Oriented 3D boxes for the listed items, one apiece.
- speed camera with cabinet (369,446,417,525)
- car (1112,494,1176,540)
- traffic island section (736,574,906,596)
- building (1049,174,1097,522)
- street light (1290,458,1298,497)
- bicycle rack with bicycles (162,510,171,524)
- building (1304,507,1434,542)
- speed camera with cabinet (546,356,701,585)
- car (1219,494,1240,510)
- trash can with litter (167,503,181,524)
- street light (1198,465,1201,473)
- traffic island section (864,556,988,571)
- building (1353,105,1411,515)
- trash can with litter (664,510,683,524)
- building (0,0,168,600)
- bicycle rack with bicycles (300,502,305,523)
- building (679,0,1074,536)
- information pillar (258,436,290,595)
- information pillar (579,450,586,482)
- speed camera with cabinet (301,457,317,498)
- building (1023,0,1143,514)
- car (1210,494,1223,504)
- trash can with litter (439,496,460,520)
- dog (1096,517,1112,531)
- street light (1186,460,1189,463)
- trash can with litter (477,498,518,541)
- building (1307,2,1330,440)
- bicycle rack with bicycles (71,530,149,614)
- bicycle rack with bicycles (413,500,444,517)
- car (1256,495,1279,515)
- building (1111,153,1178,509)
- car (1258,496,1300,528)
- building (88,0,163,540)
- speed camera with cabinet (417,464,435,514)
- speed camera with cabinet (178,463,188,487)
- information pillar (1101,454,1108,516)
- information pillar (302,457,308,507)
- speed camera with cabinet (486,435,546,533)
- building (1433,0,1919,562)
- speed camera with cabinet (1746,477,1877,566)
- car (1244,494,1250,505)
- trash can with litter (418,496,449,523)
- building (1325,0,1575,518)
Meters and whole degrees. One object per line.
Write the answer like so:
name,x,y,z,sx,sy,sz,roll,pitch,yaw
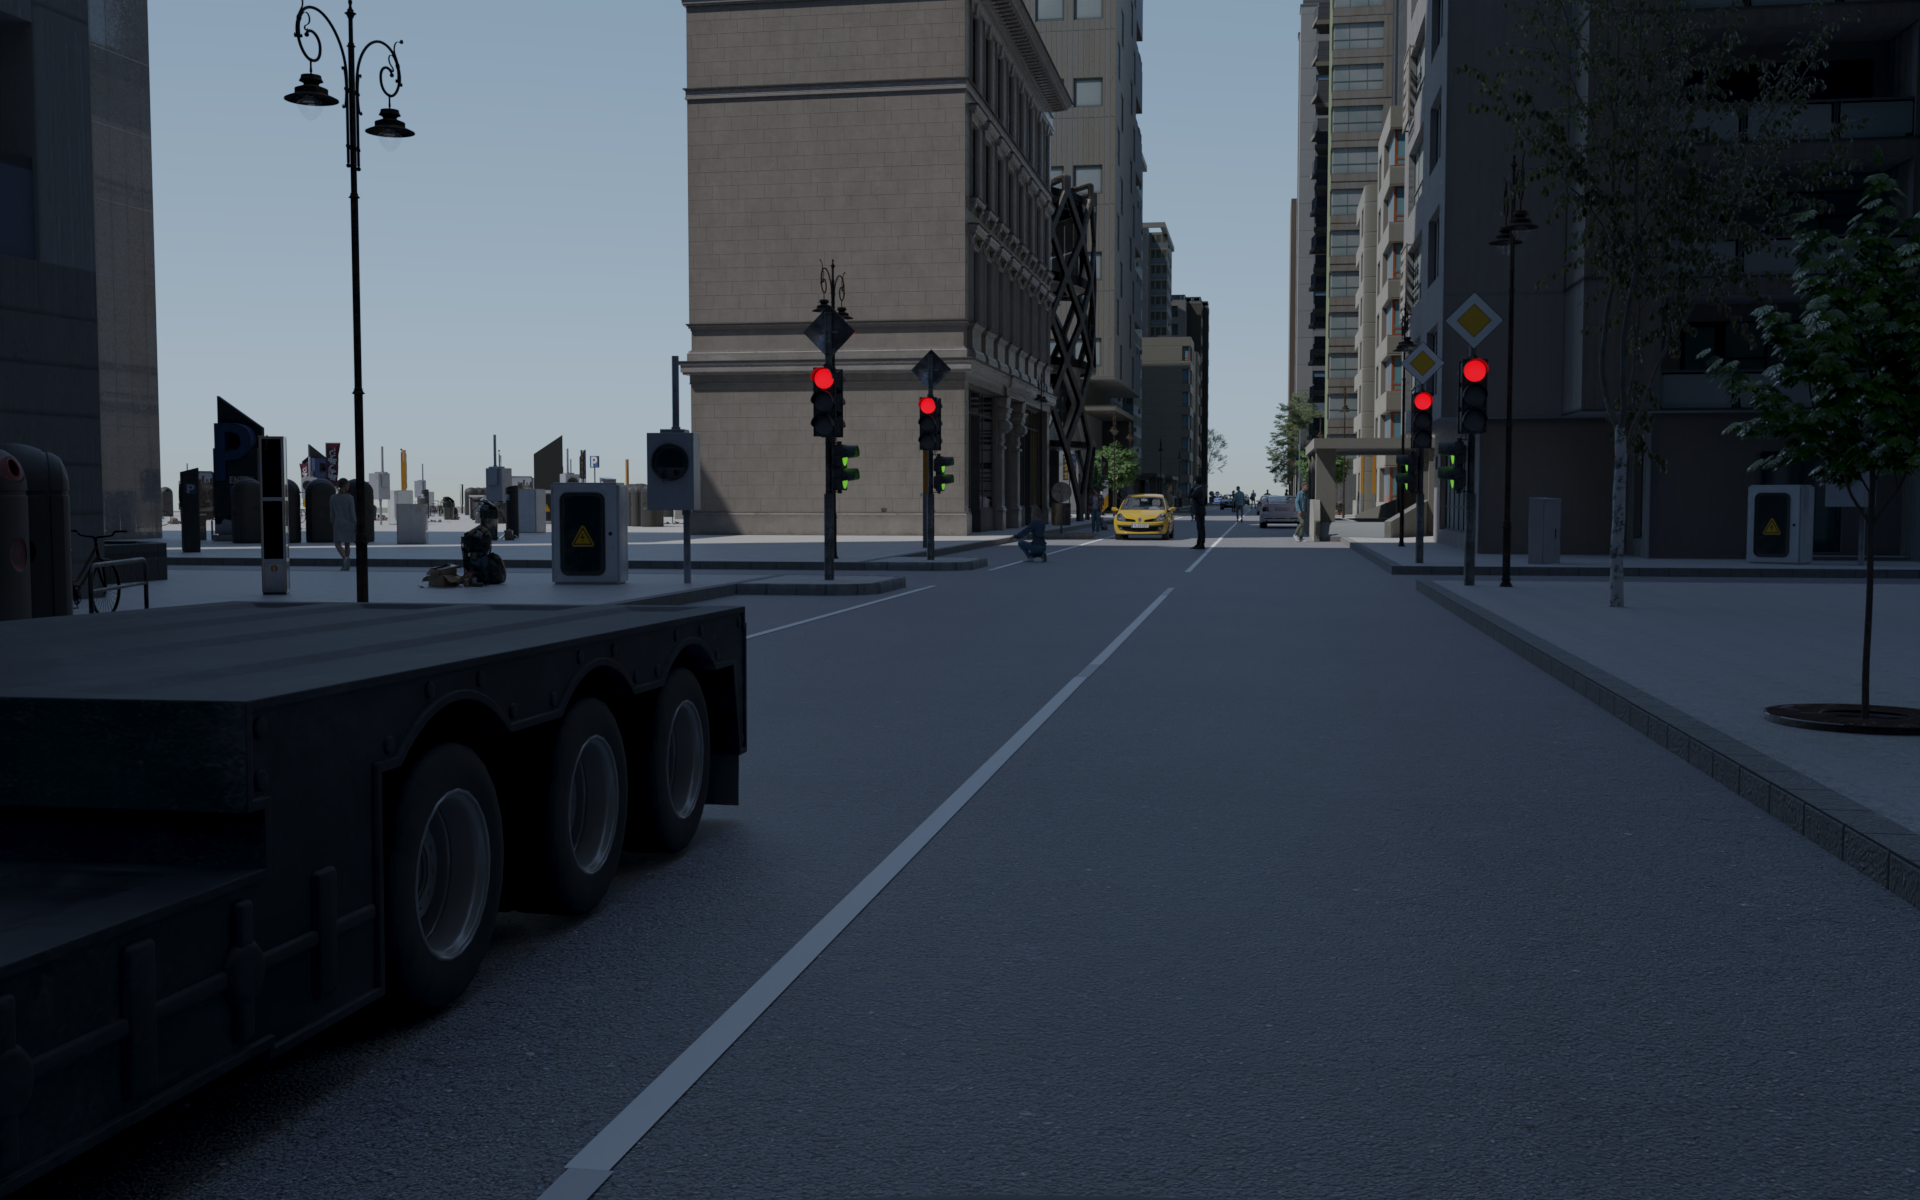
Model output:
speed camera with cabinet,-23.807,-4.779,72.474,0.660,3.252,2.038,2,4,24
car,5.889,-2.750,55.184,2.015,1.641,3.980,1,4,10
traffic island section,-1.977,-0.224,25.942,2.009,0.180,2.903,1,4,10
building,-2.024,-13.186,83.037,16.820,18.784,16.811,1,4,10
street light,38.485,-13.849,199.210,0.468,5.910,1.993,1,4,10
bicycle rack with bicycles,-33.230,-3.396,68.904,2.925,0.926,2.852,-1,4,-10
building,27.747,-22.213,55.067,32.217,40.220,23.993,1,4,10
speed camera with cabinet,-4.765,-1.857,24.692,2.038,3.252,0.660,0,4,2
car,24.828,-9.135,159.146,2.009,1.686,4.222,1,4,12
trash can with litter,-33.134,-3.811,73.703,0.624,1.170,1.055,3,4,36
street light,30.929,-15.370,224.094,0.468,5.910,1.993,1,4,10
traffic island section,-0.592,-0.705,33.806,2.009,0.180,2.903,1,4,10
building,35.251,-14.935,89.230,27.650,21.520,28.899,1,4,10
trash can with litter,-12.123,-3.821,73.525,2.233,1.210,1.678,1,4,15
building,-25.176,-29.097,17.731,28.212,58.520,21.231,1,4,10
bicycle rack with bicycles,-29.906,-3.839,76.145,2.852,0.926,2.925,0,4,1
building,-3.917,-12.438,54.275,10.553,20.767,40.483,1,4,10
information pillar,-8.740,-1.076,22.081,0.304,2.012,0.304,-1,4,-14
information pillar,-19.776,-6.088,90.887,0.183,3.616,0.504,2,4,25
speed camera with cabinet,-35.115,-5.947,91.565,2.038,3.252,0.660,0,4,-4
building,-1.222,-32.668,123.355,28.713,52.752,27.495,1,4,10
car,34.045,-13.434,229.236,1.945,1.707,3.694,1,4,12
trash can with litter,-25.269,-4.555,85.855,0.624,1.170,1.055,1,4,15
dog,5.640,-3.144,68.238,0.800,0.831,0.513,2,4,33
street light,25.130,-13.380,191.557,0.468,5.910,1.993,1,4,10
trash can with litter,-12.816,-2.239,48.001,1.055,1.170,0.624,-2,4,-23
building,38.309,-29.269,133.174,22.147,44.769,28.867,1,4,10
bicycle rack with bicycles,-9.465,-0.232,17.174,2.852,0.926,2.925,-1,4,-8
bicycle rack with bicycles,-30.561,-5.292,99.900,2.852,0.926,2.925,1,4,20
car,21.435,-6.546,119.381,2.083,1.381,4.827,1,4,12
building,5.480,-29.448,173.358,32.217,40.220,23.993,1,4,10
car,13.803,-3.781,74.188,2.083,1.381,4.827,1,4,11
building,-34.049,-13.914,45.508,19.932,24.808,12.078,1,4,10
speed camera with cabinet,-35.099,-7.286,113.455,0.660,3.252,2.038,0,4,4
speed camera with cabinet,-49.743,-7.188,111.854,0.660,3.252,2.038,0,4,1
information pillar,8.534,-6.792,102.406,0.504,3.616,0.183,-2,4,-28
information pillar,-38.696,-6.805,102.617,0.504,3.616,0.183,-1,4,-14
speed camera with cabinet,-14.751,-3.864,57.515,2.038,3.252,0.660,2,4,24
building,17.532,-21.673,37.941,14.086,41.232,14.154,1,4,10
speed camera with cabinet,15.443,-2.268,31.418,0.660,3.252,2.038,-3,5,-42
car,36.131,-12.930,221.184,2.009,1.686,4.222,1,4,11
trash can with litter,-24.101,-4.118,78.393,2.233,1.210,1.678,2,4,26
building,31.051,-26.251,112.791,14.154,41.232,14.086,1,4,10
